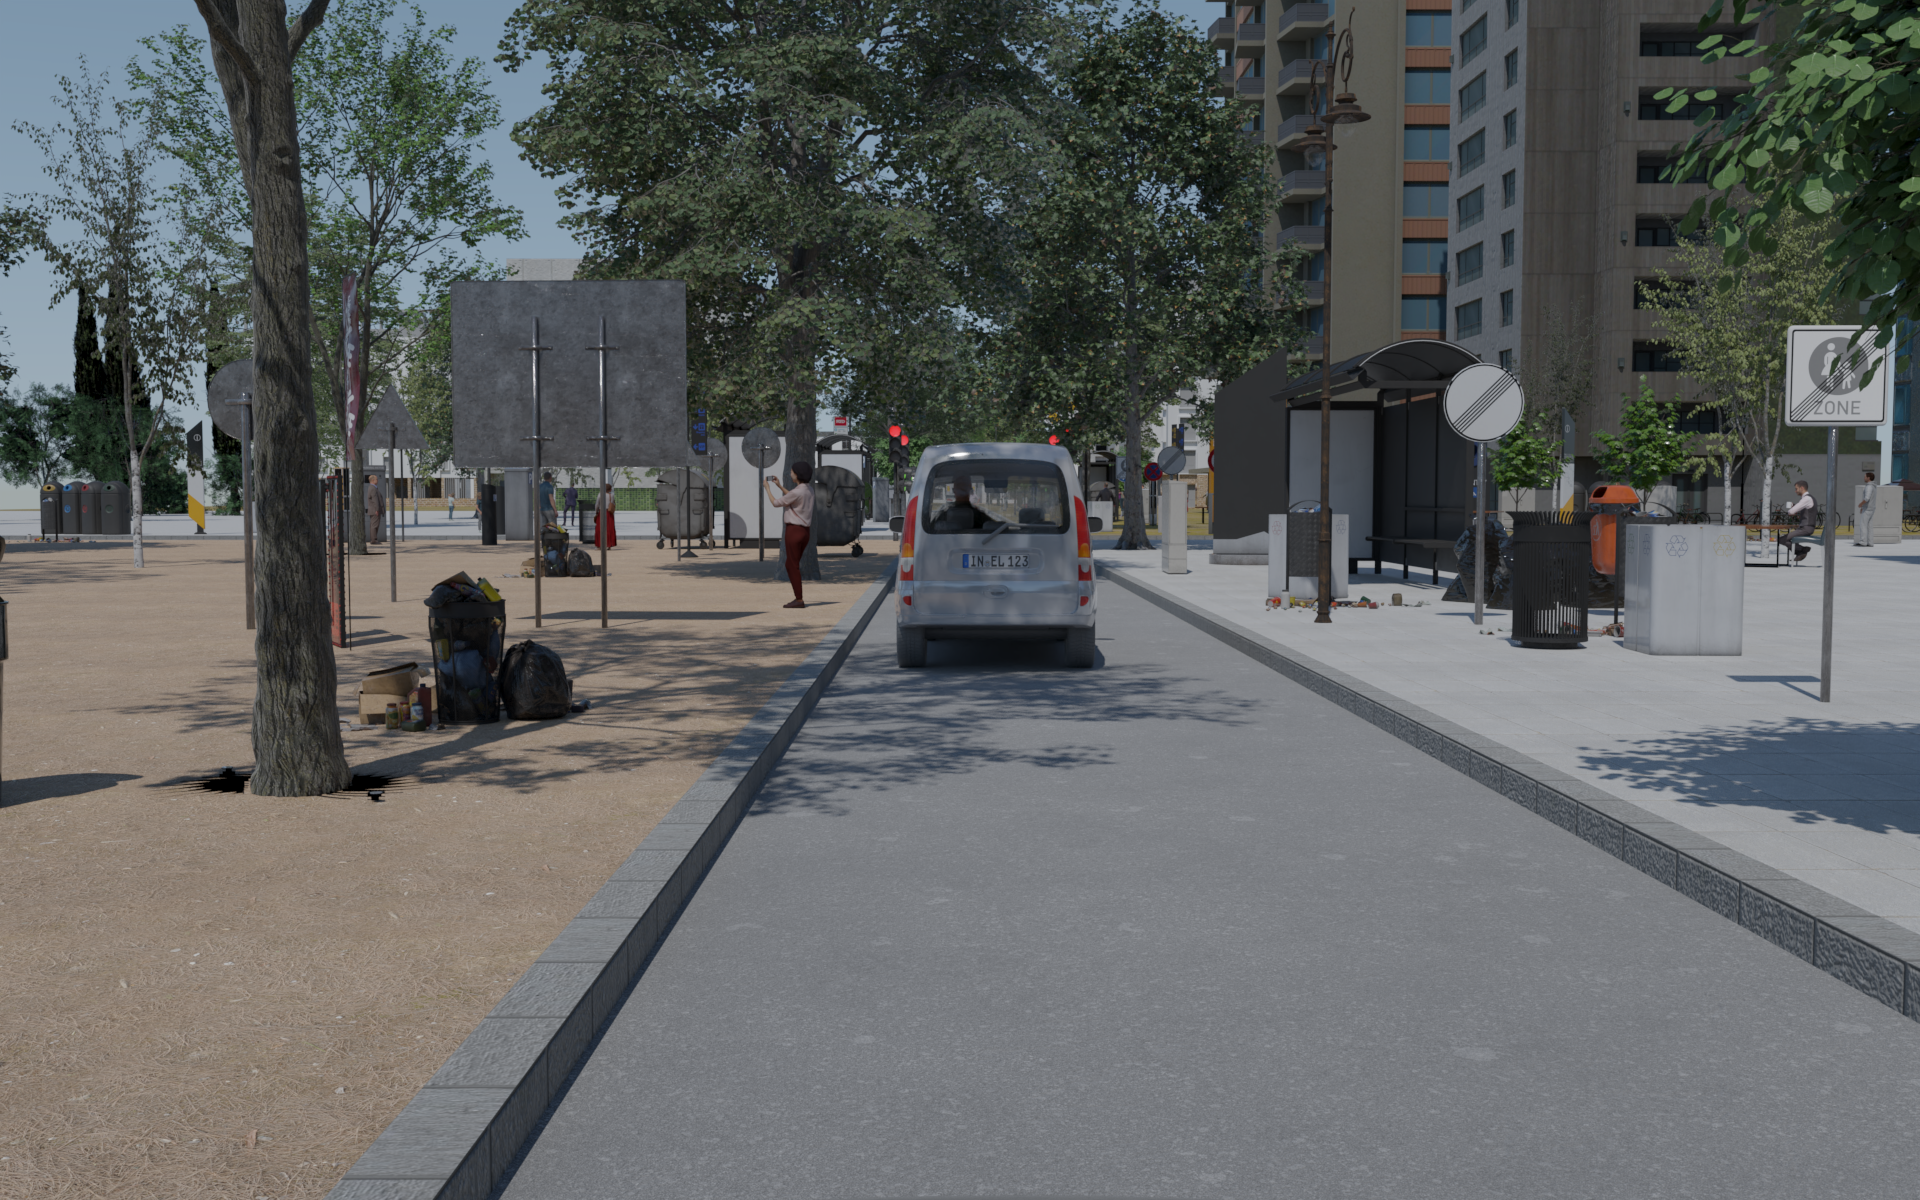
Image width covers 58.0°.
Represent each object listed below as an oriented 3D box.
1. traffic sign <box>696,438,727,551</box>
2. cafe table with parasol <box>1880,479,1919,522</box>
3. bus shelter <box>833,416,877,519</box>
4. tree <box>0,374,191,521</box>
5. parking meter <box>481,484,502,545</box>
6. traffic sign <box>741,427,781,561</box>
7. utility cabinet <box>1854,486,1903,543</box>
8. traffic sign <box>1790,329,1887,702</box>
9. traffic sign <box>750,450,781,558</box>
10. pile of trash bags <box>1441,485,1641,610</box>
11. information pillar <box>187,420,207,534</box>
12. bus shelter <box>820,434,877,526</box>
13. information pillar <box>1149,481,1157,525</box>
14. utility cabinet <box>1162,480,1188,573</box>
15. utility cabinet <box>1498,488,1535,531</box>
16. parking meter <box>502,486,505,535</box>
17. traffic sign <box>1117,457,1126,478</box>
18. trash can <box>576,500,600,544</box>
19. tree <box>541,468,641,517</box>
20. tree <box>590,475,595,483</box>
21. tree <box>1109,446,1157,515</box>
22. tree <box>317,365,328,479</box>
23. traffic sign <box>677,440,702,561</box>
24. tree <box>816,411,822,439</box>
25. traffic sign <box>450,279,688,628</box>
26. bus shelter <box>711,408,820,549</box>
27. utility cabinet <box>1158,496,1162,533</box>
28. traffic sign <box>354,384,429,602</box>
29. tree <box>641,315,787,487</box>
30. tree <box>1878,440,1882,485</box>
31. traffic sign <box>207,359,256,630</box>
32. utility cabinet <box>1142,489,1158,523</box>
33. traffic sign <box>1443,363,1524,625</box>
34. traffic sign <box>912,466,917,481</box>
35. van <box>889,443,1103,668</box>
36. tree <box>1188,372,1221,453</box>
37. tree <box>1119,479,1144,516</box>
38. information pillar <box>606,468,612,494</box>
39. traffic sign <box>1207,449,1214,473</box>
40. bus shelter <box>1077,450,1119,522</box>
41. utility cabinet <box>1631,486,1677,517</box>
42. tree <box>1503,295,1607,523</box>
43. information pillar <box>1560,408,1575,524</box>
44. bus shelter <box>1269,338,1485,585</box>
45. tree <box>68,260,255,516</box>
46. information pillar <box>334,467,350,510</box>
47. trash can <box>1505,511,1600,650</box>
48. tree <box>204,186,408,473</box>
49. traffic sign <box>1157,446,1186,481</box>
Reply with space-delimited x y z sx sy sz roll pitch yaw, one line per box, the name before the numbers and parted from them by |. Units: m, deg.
traffic sign | -5.653 -2.395 39.262 0.768 2.556 0.104 0 4 4
cafe table with parasol | 41.924 -4.418 77.092 2.610 1.966 2.610 -3 4 -38
bus shelter | -5.419 -6.973 91.637 2.179 5.291 8.768 0 4 0
tree | -47.310 -7.341 82.937 20.602 7.101 11.467 -1 4 -16
parking meter | -11.812 -2.143 43.445 0.372 1.533 0.369 0 3 0
traffic sign | -3.789 -2.009 32.945 0.768 2.556 0.104 1 4 8
utility cabinet | 23.656 -2.197 44.597 1.173 1.500 0.318 -1 4 -11
traffic sign | 5.335 -0.519 10.611 0.606 2.300 0.079 0 4 1
traffic sign | -3.951 -2.106 34.538 0.768 2.556 0.104 0 4 6
pile of trash bags | 6.775 -0.593 19.456 1.912 1.369 3.447 0 4 -2
information pillar | -24.222 -3.888 54.931 0.504 3.616 0.183 0 4 -6
bus shelter | -4.049 -4.098 60.919 2.014 3.302 5.546 0 4 0
information pillar | 7.898 -4.062 70.902 0.304 2.012 0.304 0 4 -3
utility cabinet | 3.494 -1.191 28.145 0.318 1.500 1.173 0 4 1
utility cabinet | 18.978 -3.080 59.042 1.173 1.500 0.318 0 4 -7
parking meter | -14.425 -2.807 54.306 0.372 1.533 0.369 0 3 0
traffic sign | 4.549 -2.755 47.168 0.606 2.300 0.079 0 4 3
trash can | -9.495 -2.012 44.548 0.748 1.137 0.748 0 3 0
tree | -15.067 -7.589 74.439 4.737 8.622 4.395 0 3 0
tree | -29.417 -10.735 125.879 4.360 8.622 3.978 0 3 0
tree | 10.440 -7.452 105.560 4.285 4.588 4.351 0 3 0
tree | -28.687 -7.741 76.930 4.737 8.622 4.395 0 3 0
traffic sign | -5.353 -2.015 32.949 0.884 2.594 0.081 0 4 6
tree | -9.529 -8.522 89.693 4.737 8.622 4.395 0 3 0
traffic sign | -3.730 -1.386 16.528 2.265 3.308 0.079 0 4 3
bus shelter | -4.782 -3.003 43.025 2.014 3.302 5.546 0 4 0
utility cabinet | 7.000 -2.869 58.066 0.306 1.237 1.020 2 4 33
traffic sign | -6.720 -1.253 20.488 0.884 2.594 0.081 0 4 1
tree | -9.829 -7.295 69.638 4.737 8.622 4.395 0 3 0
tree | 55.387 -13.334 119.827 18.604 14.587 13.155 0 3 0
traffic sign | -6.725 -0.993 16.348 0.768 2.556 0.104 0 4 2
utility cabinet | 7.948 -4.054 74.965 1.173 1.500 0.318 -1 4 -16
traffic sign | 5.100 -1.030 16.950 0.768 2.556 0.104 0 4 5
traffic sign | -2.129 -4.876 79.448 0.795 2.593 0.064 0 4 0
van | 0.325 -0.529 15.667 2.013 2.044 4.112 0 4 1
tree | 13.382 -8.224 84.832 4.360 8.622 3.978 0 3 0
tree | 9.765 -6.575 102.106 1.663 3.219 1.824 0 3 0
information pillar | -11.794 -4.084 58.126 0.183 3.616 0.504 0 4 5
traffic sign | 6.991 -2.824 46.277 0.768 2.556 0.104 1 4 9
bus shelter | 6.613 -5.449 83.019 2.014 3.302 5.546 0 4 0
utility cabinet | 18.581 -2.308 46.409 0.318 1.500 1.173 -2 4 -34
tree | 22.141 -6.994 64.712 4.360 8.622 3.978 0 3 0
information pillar | 16.556 -3.418 47.236 0.504 3.616 0.183 -3 4 -36
bus shelter | 6.002 -1.917 25.269 2.014 3.302 5.546 0 3 0
tree | -48.239 -12.421 104.907 18.604 14.587 13.155 2 4 32
information pillar | -17.088 -2.656 47.921 0.304 2.012 0.304 1 4 20
trash can | 4.935 -0.172 14.472 0.748 1.137 0.748 0 3 0
tree | -24.190 -8.928 64.100 7.486 12.596 7.792 0 3 0
traffic sign | 5.619 -2.809 46.040 0.768 2.556 0.104 0 4 4
